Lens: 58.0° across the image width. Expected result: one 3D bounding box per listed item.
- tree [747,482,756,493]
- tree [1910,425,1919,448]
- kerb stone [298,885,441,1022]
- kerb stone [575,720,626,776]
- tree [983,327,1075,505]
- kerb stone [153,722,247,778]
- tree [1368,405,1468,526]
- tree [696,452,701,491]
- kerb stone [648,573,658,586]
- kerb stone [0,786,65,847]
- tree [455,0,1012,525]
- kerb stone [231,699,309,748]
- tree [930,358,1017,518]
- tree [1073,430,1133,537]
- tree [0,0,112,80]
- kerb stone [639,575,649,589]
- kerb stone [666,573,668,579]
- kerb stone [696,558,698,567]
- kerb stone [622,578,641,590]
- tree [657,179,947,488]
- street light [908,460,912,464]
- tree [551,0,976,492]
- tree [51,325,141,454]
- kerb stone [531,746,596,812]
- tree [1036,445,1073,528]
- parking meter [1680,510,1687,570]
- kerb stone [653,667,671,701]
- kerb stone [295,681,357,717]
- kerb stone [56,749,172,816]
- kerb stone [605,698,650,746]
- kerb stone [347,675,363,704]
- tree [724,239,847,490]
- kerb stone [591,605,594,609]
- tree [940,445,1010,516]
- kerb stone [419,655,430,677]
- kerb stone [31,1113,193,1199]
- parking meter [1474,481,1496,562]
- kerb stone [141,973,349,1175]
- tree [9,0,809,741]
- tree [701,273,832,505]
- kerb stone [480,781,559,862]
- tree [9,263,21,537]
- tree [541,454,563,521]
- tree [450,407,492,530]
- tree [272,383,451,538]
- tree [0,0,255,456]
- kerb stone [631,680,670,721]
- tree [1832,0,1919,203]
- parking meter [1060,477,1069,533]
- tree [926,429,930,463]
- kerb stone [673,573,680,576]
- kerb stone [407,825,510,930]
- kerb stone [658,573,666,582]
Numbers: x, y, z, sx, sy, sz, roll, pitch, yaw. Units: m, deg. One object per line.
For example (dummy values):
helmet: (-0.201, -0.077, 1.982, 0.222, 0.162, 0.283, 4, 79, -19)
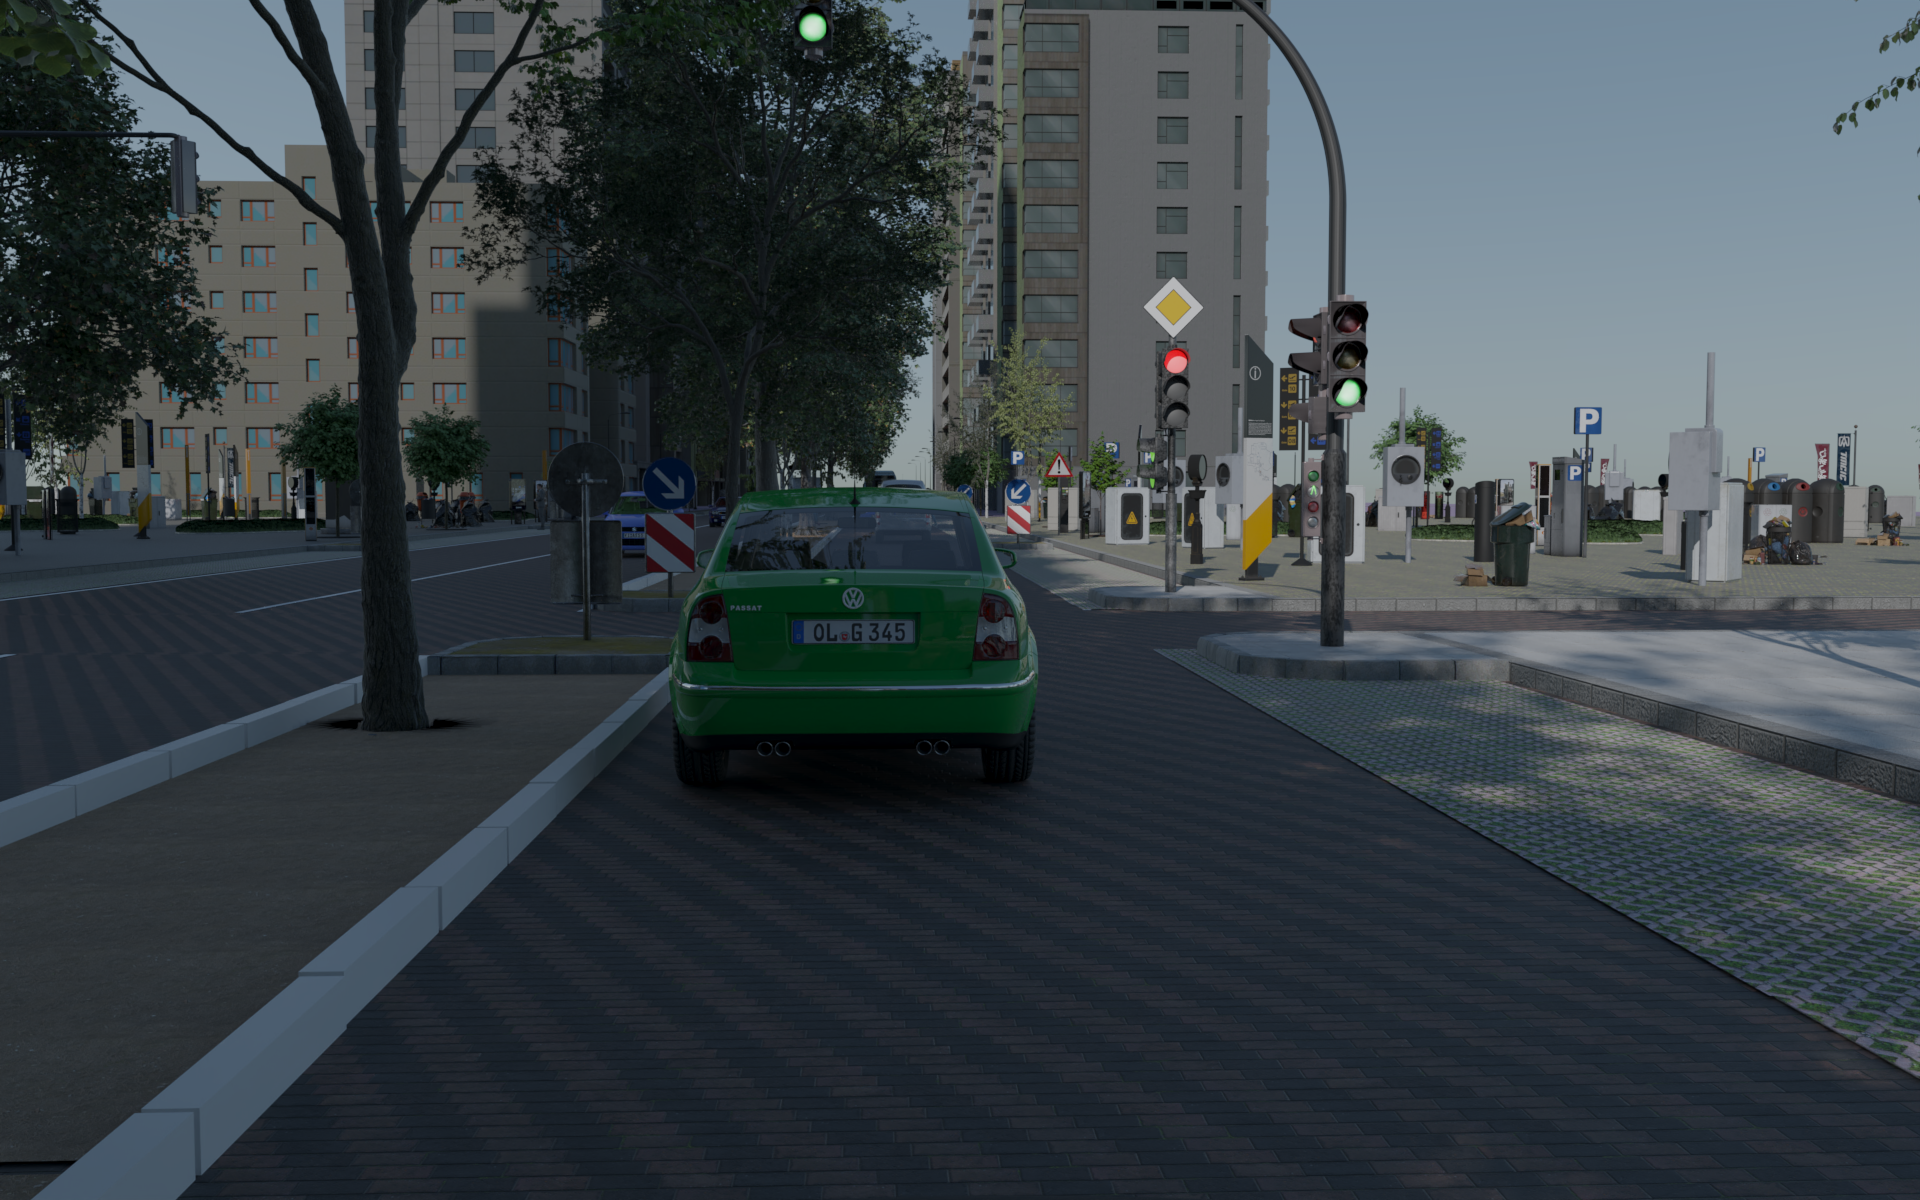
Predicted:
tree: (-26.094, -13.488, 215.127, 1.663, 3.219, 1.824, 0, 3, 0)
tree: (26.972, -3.789, 45.666, 4.285, 4.588, 4.351, 0, 3, 0)
kerb stone: (-1.740, 1.042, 5.154, 0.120, 0.150, 1.000, 0, 4, -3)
kerb stone: (-1.928, 0.795, 9.247, 0.120, 0.150, 1.000, 0, 4, -3)
tree: (2.983, -7.687, 76.046, 4.737, 8.622, 4.395, 0, 3, 0)
kerb stone: (-4.027, 0.797, 9.161, 0.120, 0.150, 1.000, 0, 4, -3)
tree: (16.614, -4.857, 63.133, 4.285, 4.588, 4.351, 0, 3, 0)
tree: (-24.754, -13.596, 172.656, 4.737, 8.622, 4.395, 0, 3, 0)
kerb stone: (-4.886, -0.301, 27.121, 0.120, 0.150, 1.000, 0, 4, -3)
kerb stone: (-3.930, 0.922, 7.119, 0.120, 0.150, 1.000, 0, 4, -3)
tree: (-3.572, -5.460, 26.138, 8.767, 10.594, 7.601, 0, 4, -3)
kerb stone: (-4.073, 0.734, 10.195, 0.120, 0.150, 1.000, 0, 4, -3)
tree: (1.200, -8.725, 93.012, 4.360, 8.622, 3.978, 0, 3, 0)
tree: (4.386, -3.526, 52.257, 1.663, 3.219, 1.824, 0, 3, 0)
tree: (-2.716, -4.952, 1.545, 7.486, 12.596, 7.792, 0, 3, 0)
kerb stone: (-4.845, -0.239, 26.100, 0.120, 0.150, 1.000, 0, 4, -3)
kerb stone: (-4.991, -0.423, 29.174, 0.120, 0.150, 1.000, 0, 4, -3)
kerb stone: (-5.286, -0.798, 35.315, 0.120, 0.150, 1.000, 0, 4, -3)
kerb stone: (-4.790, -0.176, 25.080, 0.120, 0.150, 1.000, 0, 4, -3)
tree: (-5.272, -8.544, 59.158, 9.611, 12.733, 9.660, 0, 3, 0)
street light: (-5.865, -15.977, 233.765, 1.470, 5.913, 1.316, 0, 4, -3)
tree: (-4.033, -7.781, 36.325, 9.857, 13.997, 8.962, 0, 3, 0)
tree: (-33.480, -7.067, 65.903, 4.360, 8.622, 3.978, 0, 3, 0)
kerb stone: (-1.883, 0.855, 8.222, 0.120, 0.150, 1.000, 0, 4, -3)
tree: (3.557, -4.388, 66.353, 1.663, 3.219, 1.824, 0, 3, 0)
parking meter: (12.367, -1.272, 29.210, 0.372, 1.533, 0.369, 0, 3, 0)
kerb stone: (-2.084, 0.604, 12.343, 0.120, 0.150, 1.000, 0, 4, -3)
kerb stone: (-4.136, 0.674, 11.219, 0.120, 0.150, 1.000, 0, 4, -3)
kerb stone: (-3.982, 0.860, 8.140, 0.120, 0.150, 1.000, 0, 4, -3)
kerb stone: (-1.979, 0.731, 10.277, 0.120, 0.150, 1.000, 0, 4, -3)
kerb stone: (-4.174, 0.609, 12.247, 0.120, 0.150, 1.000, 0, 4, -3)
tree: (-4.490, -5.576, 43.979, 4.360, 8.622, 3.978, 0, 3, 0)
kerb stone: (-4.652, 0.011, 22.011, 0.120, 0.150, 1.000, 0, 4, -3)
tree: (1.143, -7.150, 100.618, 4.285, 4.588, 4.351, 0, 3, 0)
kerb stone: (-4.230, 0.546, 13.270, 0.120, 0.150, 1.000, 0, 4, -3)
kerb stone: (-1.633, 1.173, 3.113, 0.120, 0.150, 1.000, 0, 4, -3)
parking meter: (9.917, -1.488, 32.738, 0.372, 1.533, 0.369, 0, 3, 0)
kerb stone: (-1.679, 1.111, 4.134, 0.120, 0.150, 1.000, 0, 4, -3)
tree: (-3.567, -5.023, 10.333, 9.928, 11.665, 9.643, 0, 3, 0)
tree: (-4.977, -5.954, 50.168, 4.737, 8.622, 4.395, 0, 3, 0)
kerb stone: (-1.831, 0.921, 7.200, 0.120, 0.150, 1.000, 0, 4, -3)
tree: (-28.090, -6.200, 51.735, 4.737, 8.622, 4.395, 0, 3, 0)
tree: (-19.458, -5.468, 83.997, 1.663, 3.219, 1.824, 0, 3, 0)
tree: (-18.309, -4.764, 61.606, 4.285, 4.588, 4.351, 0, 3, 0)
tree: (-18.201, -4.098, 50.716, 4.285, 4.588, 4.351, 0, 3, 0)
tree: (-16.936, -6.845, 28.932, 9.611, 12.733, 9.660, 0, 3, 0)
kerb stone: (-2.034, 0.666, 11.314, 0.120, 0.150, 1.000, 0, 4, -3)
tree: (6.475, -3.663, 10.250, 4.360, 8.622, 3.978, 0, 3, 0)
parking meter: (3.390, -3.117, 56.682, 0.255, 1.863, 0.399, -1, 4, -12)
tree: (-1.613, -14.147, 181.668, 4.360, 8.622, 3.978, 0, 3, 0)
kerb stone: (-5.038, -0.489, 30.194, 0.120, 0.150, 1.000, 0, 4, -3)
kerb stone: (-1.783, 0.983, 6.178, 0.120, 0.150, 1.000, 0, 4, -3)
kerb stone: (-4.939, -0.364, 28.142, 0.120, 0.150, 1.000, 0, 4, -3)
